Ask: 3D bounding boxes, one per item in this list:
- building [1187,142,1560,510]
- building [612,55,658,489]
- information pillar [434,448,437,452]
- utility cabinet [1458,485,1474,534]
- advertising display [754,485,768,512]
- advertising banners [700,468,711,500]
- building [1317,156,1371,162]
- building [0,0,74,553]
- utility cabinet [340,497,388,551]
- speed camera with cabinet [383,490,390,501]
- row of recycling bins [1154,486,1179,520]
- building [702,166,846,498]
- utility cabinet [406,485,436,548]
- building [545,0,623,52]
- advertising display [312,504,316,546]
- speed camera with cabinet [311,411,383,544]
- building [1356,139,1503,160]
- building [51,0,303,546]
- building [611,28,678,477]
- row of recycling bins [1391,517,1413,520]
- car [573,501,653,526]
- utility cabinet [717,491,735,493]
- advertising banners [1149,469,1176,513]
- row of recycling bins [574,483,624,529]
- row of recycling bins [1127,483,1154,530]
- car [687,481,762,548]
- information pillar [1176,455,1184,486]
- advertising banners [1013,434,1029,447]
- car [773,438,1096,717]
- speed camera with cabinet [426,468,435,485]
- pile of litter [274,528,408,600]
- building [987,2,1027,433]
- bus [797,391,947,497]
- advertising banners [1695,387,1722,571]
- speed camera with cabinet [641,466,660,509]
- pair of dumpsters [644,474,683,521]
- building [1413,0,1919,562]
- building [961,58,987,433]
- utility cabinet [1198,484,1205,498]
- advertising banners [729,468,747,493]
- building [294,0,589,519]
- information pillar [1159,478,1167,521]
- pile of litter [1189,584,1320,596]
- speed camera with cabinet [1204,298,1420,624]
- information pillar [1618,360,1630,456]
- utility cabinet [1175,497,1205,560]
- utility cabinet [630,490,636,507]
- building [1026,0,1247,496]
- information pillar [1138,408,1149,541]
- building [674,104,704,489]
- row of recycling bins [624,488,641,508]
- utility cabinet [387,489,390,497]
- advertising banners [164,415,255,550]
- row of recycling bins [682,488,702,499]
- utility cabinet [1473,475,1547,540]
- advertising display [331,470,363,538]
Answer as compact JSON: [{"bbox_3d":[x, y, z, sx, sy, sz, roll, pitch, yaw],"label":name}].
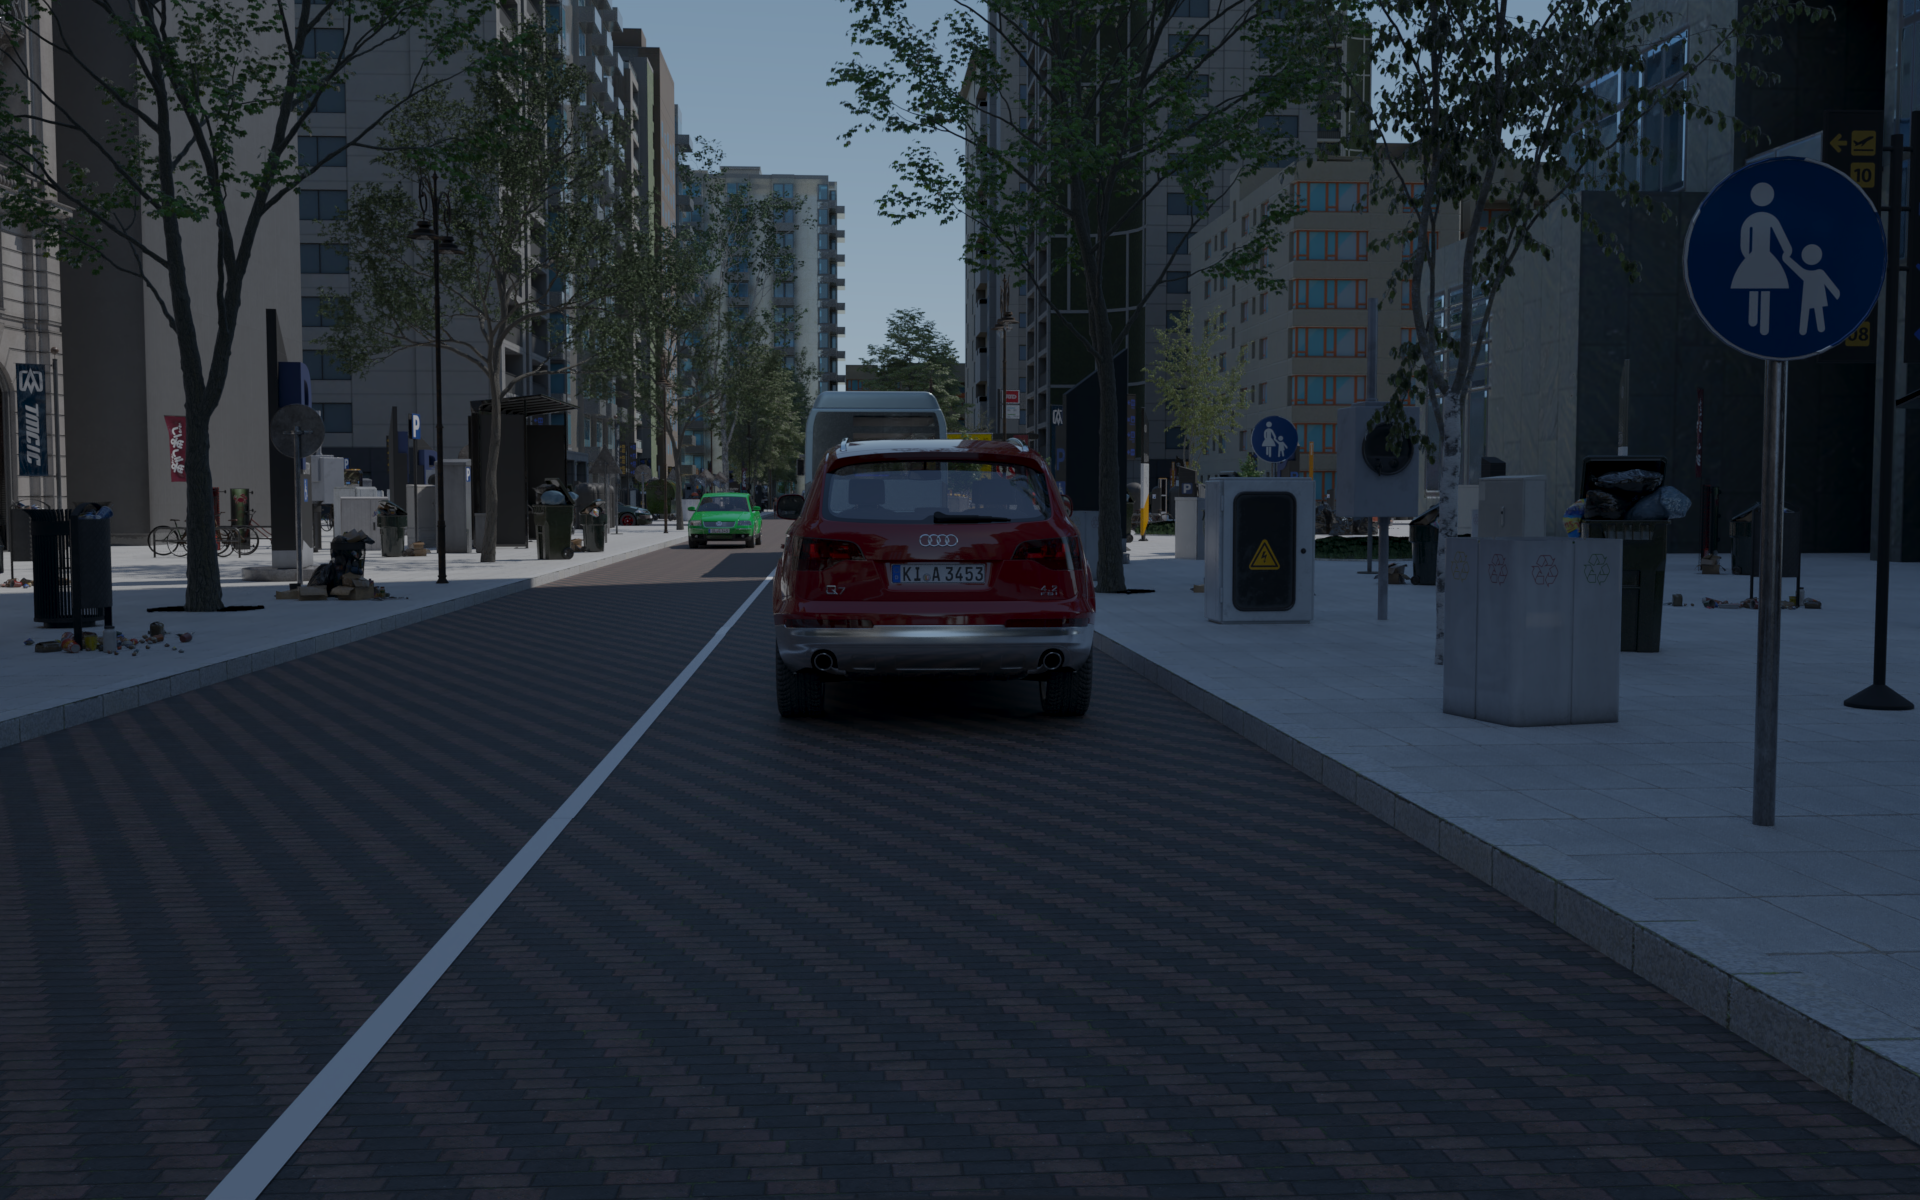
[{"bbox_3d":[30.816,-15.894,104.914,28.899,21.520,27.650,0,4,-4],"label":"building"},{"bbox_3d":[-35.407,-28.952,156.961,14.154,41.232,14.086,0,4,-4],"label":"building"},{"bbox_3d":[-24.594,-5.514,81.508,0.504,3.616,0.183,2,4,26],"label":"information pillar"},{"bbox_3d":[12.218,-1.999,41.362,0.318,1.500,1.173,-2,4,-28],"label":"utility cabinet"},{"bbox_3d":[-14.345,-7.329,125.050,0.974,1.923,0.123,-1,4,-21],"label":"advertising display"},{"bbox_3d":[-16.631,-7.189,113.731,0.090,3.025,2.074,1,4,14],"label":"advertising banners"},{"bbox_3d":[41.633,-32.268,211.175,14.086,41.232,14.154,0,4,-4],"label":"building"},{"bbox_3d":[-25.647,-11.353,27.418,13.314,21.916,24.055,0,4,-4],"label":"building"},{"bbox_3d":[-13.476,-1.716,39.215,1.020,1.237,0.306,-2,4,-24],"label":"utility cabinet"},{"bbox_3d":[-27.814,-5.453,83.500,2.038,3.252,0.660,0,4,-7],"label":"speed camera with cabinet"},{"bbox_3d":[10.558,-4.933,87.770,3.534,1.692,1.069,1,4,10],"label":"row of recycling bins"},{"bbox_3d":[-32.174,-38.894,255.518,30.456,49.044,23.786,0,4,-4],"label":"building"},{"bbox_3d":[-12.779,-2.002,41.405,0.318,1.500,1.173,1,4,12],"label":"utility cabinet"},{"bbox_3d":[-37.639,-31.296,131.300,23.786,49.044,30.456,0,4,-4],"label":"building"},{"bbox_3d":[-16.212,-2.294,42.721,0.974,1.923,0.123,2,4,31],"label":"advertising display"},{"bbox_3d":[-14.582,-2.848,40.903,2.038,3.252,0.660,3,5,39],"label":"speed camera with cabinet"},{"bbox_3d":[56.772,-34.443,213.253,14.200,45.320,14.600,0,4,-4],"label":"building"},{"bbox_3d":[-32.341,-15.576,48.171,24.014,27.812,14.314,0,4,-4],"label":"building"},{"bbox_3d":[-35.649,-31.857,170.969,14.600,45.320,14.200,0,4,-4],"label":"building"},{"bbox_3d":[21.119,-4.741,84.628,3.534,1.692,1.069,-3,5,-40],"label":"row of recycling bins"},{"bbox_3d":[-14.974,-3.822,72.271,4.222,1.686,2.009,0,4,-2],"label":"car"},{"bbox_3d":[-16.287,-6.842,120.551,1.173,1.500,0.318,-1,4,-21],"label":"utility cabinet"},{"bbox_3d":[13.769,-7.437,117.785,2.074,3.025,0.090,1,4,22],"label":"advertising banners"},{"bbox_3d":[-13.570,-3.512,64.531,1.069,1.692,3.534,0,4,2],"label":"row of recycling bins"},{"bbox_3d":[5.130,-3.333,61.609,3.534,1.692,1.069,-3,4,-36],"label":"row of recycling bins"},{"bbox_3d":[-6.401,-2.359,47.365,1.959,1.807,4.718,0,4,-3],"label":"car"},{"bbox_3d":[13.257,-6.922,104.527,0.504,3.616,0.183,1,4,9],"label":"information pillar"},{"bbox_3d":[2.429,-3.312,50.347,2.074,3.025,0.090,2,4,33],"label":"advertising banners"},{"bbox_3d":[-0.240,-0.246,12.693,2.281,1.827,5.304,0,4,-3],"label":"car"},{"bbox_3d":[-34.426,-7.151,111.260,2.038,3.252,0.660,3,4,37],"label":"speed camera with cabinet"},{"bbox_3d":[-7.605,-0.443,21.209,1.719,0.858,1.176,2,4,31],"label":"pile of litter"},{"bbox_3d":[13.264,-38.750,175.567,21.231,58.520,28.212,0,4,-4],"label":"building"},{"bbox_3d":[-2.090,-2.616,37.636,2.948,3.499,13.247,0,4,-5],"label":"bus"},{"bbox_3d":[12.577,-2.016,29.151,0.090,3.025,2.074,2,4,34],"label":"advertising banners"},{"bbox_3d":[-21.595,-7.720,120.563,2.038,3.252,0.660,-1,4,-19],"label":"speed camera with cabinet"},{"bbox_3d":[-14.311,-4.951,83.444,1.574,2.255,4.437,0,4,-4],"label":"pair of dumpsters"},{"bbox_3d":[24.638,-43.891,30.293,22.319,86.520,31.000,0,4,-4],"label":"building"},{"bbox_3d":[14.872,-37.583,203.718,28.713,52.752,27.495,0,4,-4],"label":"building"},{"bbox_3d":[5.205,-1.774,37.683,0.318,1.500,1.173,0,4,-7],"label":"utility cabinet"},{"bbox_3d":[-14.700,-7.207,114.019,0.090,3.025,2.074,2,4,35],"label":"advertising banners"},{"bbox_3d":[-32.316,-40.317,97.437,20.563,71.187,20.611,0,4,-4],"label":"building"},{"bbox_3d":[9.419,-4.650,80.512,0.304,2.012,0.304,-1,4,-9],"label":"information pillar"},{"bbox_3d":[3.757,-0.514,22.365,1.176,0.858,1.719,-2,4,-33],"label":"pile of litter"},{"bbox_3d":[3.516,-1.405,17.315,2.038,3.252,0.660,0,4,-8],"label":"speed camera with cabinet"},{"bbox_3d":[11.662,-2.393,30.476,0.183,3.616,0.504,1,4,12],"label":"information pillar"},{"bbox_3d":[4.598,-1.412,34.251,0.306,1.237,1.020,-1,4,-18],"label":"utility cabinet"},{"bbox_3d":[-23.745,-7.151,125.596,1.173,1.500,0.318,3,5,43],"label":"utility cabinet"},{"bbox_3d":[14.045,-42.295,129.780,20.563,71.187,20.611,0,4,-4],"label":"building"},{"bbox_3d":[5.027,-3.412,47.144,0.183,3.616,0.504,1,4,23],"label":"information pillar"},{"bbox_3d":[-46.622,-35.582,201.371,30.456,49.044,23.786,0,4,-4],"label":"building"},{"bbox_3d":[-22.426,-6.749,117.456,1.069,1.692,3.534,-1,4,-22],"label":"row of recycling bins"},{"bbox_3d":[-26.476,-4.406,80.721,0.318,1.500,1.173,-1,4,-23],"label":"utility cabinet"},{"bbox_3d":[-16.974,-2.630,39.185,0.090,3.025,2.074,3,4,37],"label":"advertising banners"},{"bbox_3d":[-18.965,-7.075,122.786,1.069,1.692,3.534,1,4,13],"label":"row of recycling bins"},{"bbox_3d":[6.531,-0.727,20.572,0.318,1.500,1.173,-1,4,-8],"label":"utility cabinet"},{"bbox_3d":[-16.600,-2.549,46.894,0.974,1.923,0.123,1,4,18],"label":"advertising display"}]
